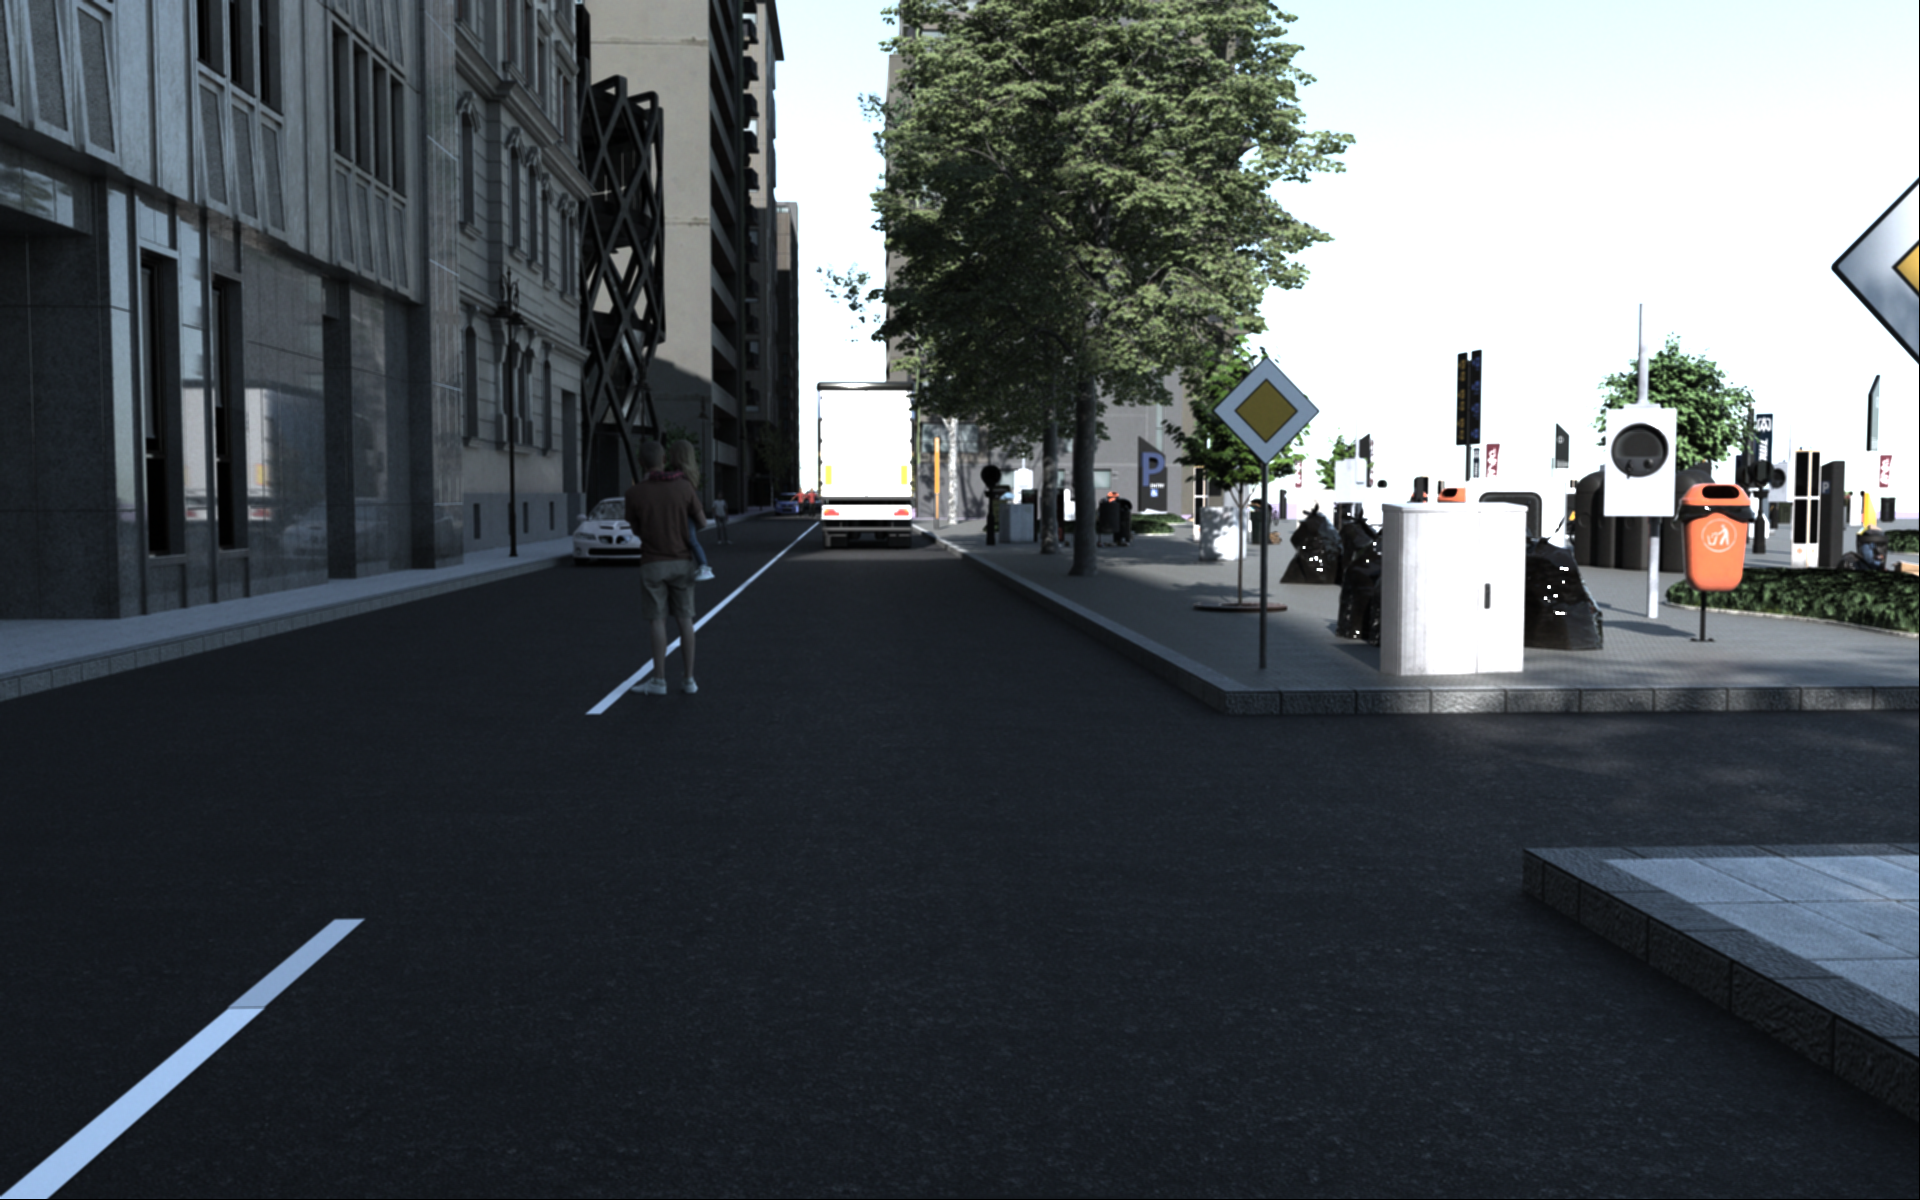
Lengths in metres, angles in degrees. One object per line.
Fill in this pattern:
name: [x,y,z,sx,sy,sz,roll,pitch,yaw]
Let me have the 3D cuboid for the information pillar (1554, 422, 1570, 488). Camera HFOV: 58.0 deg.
information pillar: [19.712,-4.002,56.780,0.504,3.616,0.183,-1,4,-11]

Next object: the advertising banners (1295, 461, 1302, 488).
advertising banners: [15.536,-4.922,76.661,2.074,3.025,0.090,-2,4,-28]

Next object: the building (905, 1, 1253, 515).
building: [7.474,-28.379,118.619,22.147,44.769,28.867,0,4,-4]

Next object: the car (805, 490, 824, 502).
car: [-14.636,-10.067,173.272,2.281,1.827,5.304,0,4,-5]

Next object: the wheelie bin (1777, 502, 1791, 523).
wheelie bin: [36.359,-4.179,76.240,0.980,1.594,0.693,1,4,20]

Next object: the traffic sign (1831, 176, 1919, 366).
traffic sign: [2.729,-0.067,4.737,0.795,2.450,0.064,0,4,-4]

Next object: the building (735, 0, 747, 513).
building: [-21.784,-26.409,115.378,14.154,41.232,14.086,0,4,-4]

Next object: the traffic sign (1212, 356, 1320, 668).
traffic sign: [2.230,-0.554,12.707,0.795,2.450,0.064,0,4,-4]

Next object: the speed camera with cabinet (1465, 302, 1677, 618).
speed camera with cabinet: [6.369,-1.453,18.088,2.038,3.252,0.660,1,4,23]

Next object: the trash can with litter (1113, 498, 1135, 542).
trash can with litter: [4.289,-2.115,45.975,0.624,1.170,1.055,1,4,15]

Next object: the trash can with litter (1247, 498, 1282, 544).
trash can with litter: [7.781,-2.017,44.357,0.624,1.170,1.055,3,5,39]

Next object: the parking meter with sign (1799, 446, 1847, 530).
parking meter with sign: [31.140,-4.047,62.426,0.543,3.016,1.738,-2,4,-24]

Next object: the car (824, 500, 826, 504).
car: [-15.031,-10.466,183.127,2.014,1.417,4.499,0,4,-4]

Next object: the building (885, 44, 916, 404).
building: [2.878,-34.311,184.684,21.300,48.544,21.600,0,4,-4]

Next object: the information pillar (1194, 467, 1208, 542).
information pillar: [6.402,-2.540,46.014,0.304,2.012,0.304,2,4,28]

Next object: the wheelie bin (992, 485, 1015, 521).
wheelie bin: [1.455,-3.220,60.554,0.980,1.594,0.693,1,4,18]

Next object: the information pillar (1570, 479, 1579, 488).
information pillar: [30.588,-5.005,86.322,0.304,2.012,0.304,-1,4,-15]

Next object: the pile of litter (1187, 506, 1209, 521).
pile of litter: [11.719,-4.230,83.125,1.719,0.858,1.176,1,4,23]

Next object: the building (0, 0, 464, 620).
building: [-14.484,-12.400,20.765,12.078,24.808,19.932,0,4,-4]

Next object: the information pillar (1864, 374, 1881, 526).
information pillar: [17.777,-2.594,33.760,0.183,3.616,0.504,3,5,44]

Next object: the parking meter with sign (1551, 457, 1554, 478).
parking meter with sign: [27.005,-5.218,81.574,1.738,3.016,0.543,1,4,17]

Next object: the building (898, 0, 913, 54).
building: [-0.038,-48.788,235.941,20.563,71.187,20.611,0,4,-4]

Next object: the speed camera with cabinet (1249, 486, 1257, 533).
speed camera with cabinet: [9.443,-3.867,57.556,0.660,3.252,2.038,1,4,19]

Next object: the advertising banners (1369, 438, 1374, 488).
advertising banners: [13.350,-3.618,55.344,0.090,3.025,2.074,2,4,29]

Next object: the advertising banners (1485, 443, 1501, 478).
advertising banners: [17.737,-3.908,60.080,2.074,3.025,0.090,3,5,42]

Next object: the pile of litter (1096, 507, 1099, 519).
pile of litter: [5.863,-3.450,70.367,1.719,0.858,1.176,0,4,8]

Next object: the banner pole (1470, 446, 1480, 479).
banner pole: [24.505,-5.663,82.613,0.401,3.779,0.863,-2,4,-24]

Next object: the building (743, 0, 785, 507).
building: [-33.237,-36.312,182.934,28.713,52.752,27.495,0,4,-4]

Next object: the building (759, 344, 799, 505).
building: [-34.263,-22.538,213.532,27.650,21.520,28.899,0,4,-4]

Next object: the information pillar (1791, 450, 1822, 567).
information pillar: [14.096,-1.490,28.853,0.304,2.012,0.304,-2,4,-31]

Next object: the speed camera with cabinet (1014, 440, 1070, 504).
speed camera with cabinet: [3.029,-4.270,64.157,2.038,3.252,0.660,0,4,0]

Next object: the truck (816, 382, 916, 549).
truck: [-2.576,-3.664,48.816,2.839,4.237,11.283,0,4,-2]

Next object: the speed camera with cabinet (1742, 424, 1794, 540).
speed camera with cabinet: [22.893,-3.361,49.294,0.660,3.252,2.038,-2,4,-24]

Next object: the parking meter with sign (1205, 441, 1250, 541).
parking meter with sign: [7.554,-3.118,47.238,1.738,3.016,0.543,1,4,15]

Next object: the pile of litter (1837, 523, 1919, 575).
pile of litter: [13.365,-0.669,24.902,1.719,0.858,1.176,-1,4,-12]

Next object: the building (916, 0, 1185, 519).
building: [4.487,-25.270,96.752,14.154,41.232,14.086,0,4,-4]

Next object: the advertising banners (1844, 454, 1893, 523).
advertising banners: [40.239,-4.939,76.948,2.074,3.025,0.090,1,4,23]

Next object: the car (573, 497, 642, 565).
car: [-6.917,-1.472,36.421,2.083,1.381,4.827,0,4,-3]

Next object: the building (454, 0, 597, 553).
building: [-17.290,-15.591,42.296,14.401,28.519,23.554,0,4,-4]

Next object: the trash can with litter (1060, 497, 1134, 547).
trash can with litter: [3.276,-1.927,42.561,2.233,1.210,1.678,0,4,-4]

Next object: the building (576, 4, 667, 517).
building: [-19.354,-11.939,62.650,16.820,18.784,16.811,0,4,-4]

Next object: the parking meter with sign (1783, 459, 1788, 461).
parking meter with sign: [41.516,-5.457,85.478,0.543,3.016,1.738,-2,4,-26]

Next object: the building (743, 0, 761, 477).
building: [-27.396,-29.528,137.414,22.147,44.769,28.867,0,4,-4]

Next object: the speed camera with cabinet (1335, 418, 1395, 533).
speed camera with cabinet: [10.634,-3.127,45.456,2.038,3.252,0.660,-3,5,-44]

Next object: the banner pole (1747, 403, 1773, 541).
banner pole: [21.811,-3.510,47.401,0.401,3.779,0.863,-3,5,-43]

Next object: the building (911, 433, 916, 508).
building: [5.439,-51.039,147.154,22.319,86.520,31.000,0,4,-4]

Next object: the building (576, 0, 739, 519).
building: [-23.933,-28.941,96.889,21.300,48.544,21.600,0,4,-4]

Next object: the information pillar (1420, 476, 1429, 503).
information pillar: [18.796,-4.011,70.068,0.304,2.012,0.304,0,4,2]

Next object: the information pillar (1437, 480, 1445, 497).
information pillar: [24.905,-5.212,89.701,0.304,2.012,0.304,-3,5,-44]

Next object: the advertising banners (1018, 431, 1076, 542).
advertising banners: [2.549,-3.080,46.542,2.074,3.025,0.090,-1,4,-17]

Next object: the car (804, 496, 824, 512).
car: [-11.701,-7.672,137.437,2.014,1.417,4.499,0,4,-6]

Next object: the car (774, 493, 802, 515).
car: [-11.661,-6.629,117.970,1.945,1.707,3.694,0,4,-2]

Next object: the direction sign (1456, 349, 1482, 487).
direction sign: [8.079,-2.175,27.560,0.379,3.537,0.876,0,4,-8]

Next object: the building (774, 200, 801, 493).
building: [-29.018,-33.712,234.790,14.154,41.232,14.086,0,4,-4]
